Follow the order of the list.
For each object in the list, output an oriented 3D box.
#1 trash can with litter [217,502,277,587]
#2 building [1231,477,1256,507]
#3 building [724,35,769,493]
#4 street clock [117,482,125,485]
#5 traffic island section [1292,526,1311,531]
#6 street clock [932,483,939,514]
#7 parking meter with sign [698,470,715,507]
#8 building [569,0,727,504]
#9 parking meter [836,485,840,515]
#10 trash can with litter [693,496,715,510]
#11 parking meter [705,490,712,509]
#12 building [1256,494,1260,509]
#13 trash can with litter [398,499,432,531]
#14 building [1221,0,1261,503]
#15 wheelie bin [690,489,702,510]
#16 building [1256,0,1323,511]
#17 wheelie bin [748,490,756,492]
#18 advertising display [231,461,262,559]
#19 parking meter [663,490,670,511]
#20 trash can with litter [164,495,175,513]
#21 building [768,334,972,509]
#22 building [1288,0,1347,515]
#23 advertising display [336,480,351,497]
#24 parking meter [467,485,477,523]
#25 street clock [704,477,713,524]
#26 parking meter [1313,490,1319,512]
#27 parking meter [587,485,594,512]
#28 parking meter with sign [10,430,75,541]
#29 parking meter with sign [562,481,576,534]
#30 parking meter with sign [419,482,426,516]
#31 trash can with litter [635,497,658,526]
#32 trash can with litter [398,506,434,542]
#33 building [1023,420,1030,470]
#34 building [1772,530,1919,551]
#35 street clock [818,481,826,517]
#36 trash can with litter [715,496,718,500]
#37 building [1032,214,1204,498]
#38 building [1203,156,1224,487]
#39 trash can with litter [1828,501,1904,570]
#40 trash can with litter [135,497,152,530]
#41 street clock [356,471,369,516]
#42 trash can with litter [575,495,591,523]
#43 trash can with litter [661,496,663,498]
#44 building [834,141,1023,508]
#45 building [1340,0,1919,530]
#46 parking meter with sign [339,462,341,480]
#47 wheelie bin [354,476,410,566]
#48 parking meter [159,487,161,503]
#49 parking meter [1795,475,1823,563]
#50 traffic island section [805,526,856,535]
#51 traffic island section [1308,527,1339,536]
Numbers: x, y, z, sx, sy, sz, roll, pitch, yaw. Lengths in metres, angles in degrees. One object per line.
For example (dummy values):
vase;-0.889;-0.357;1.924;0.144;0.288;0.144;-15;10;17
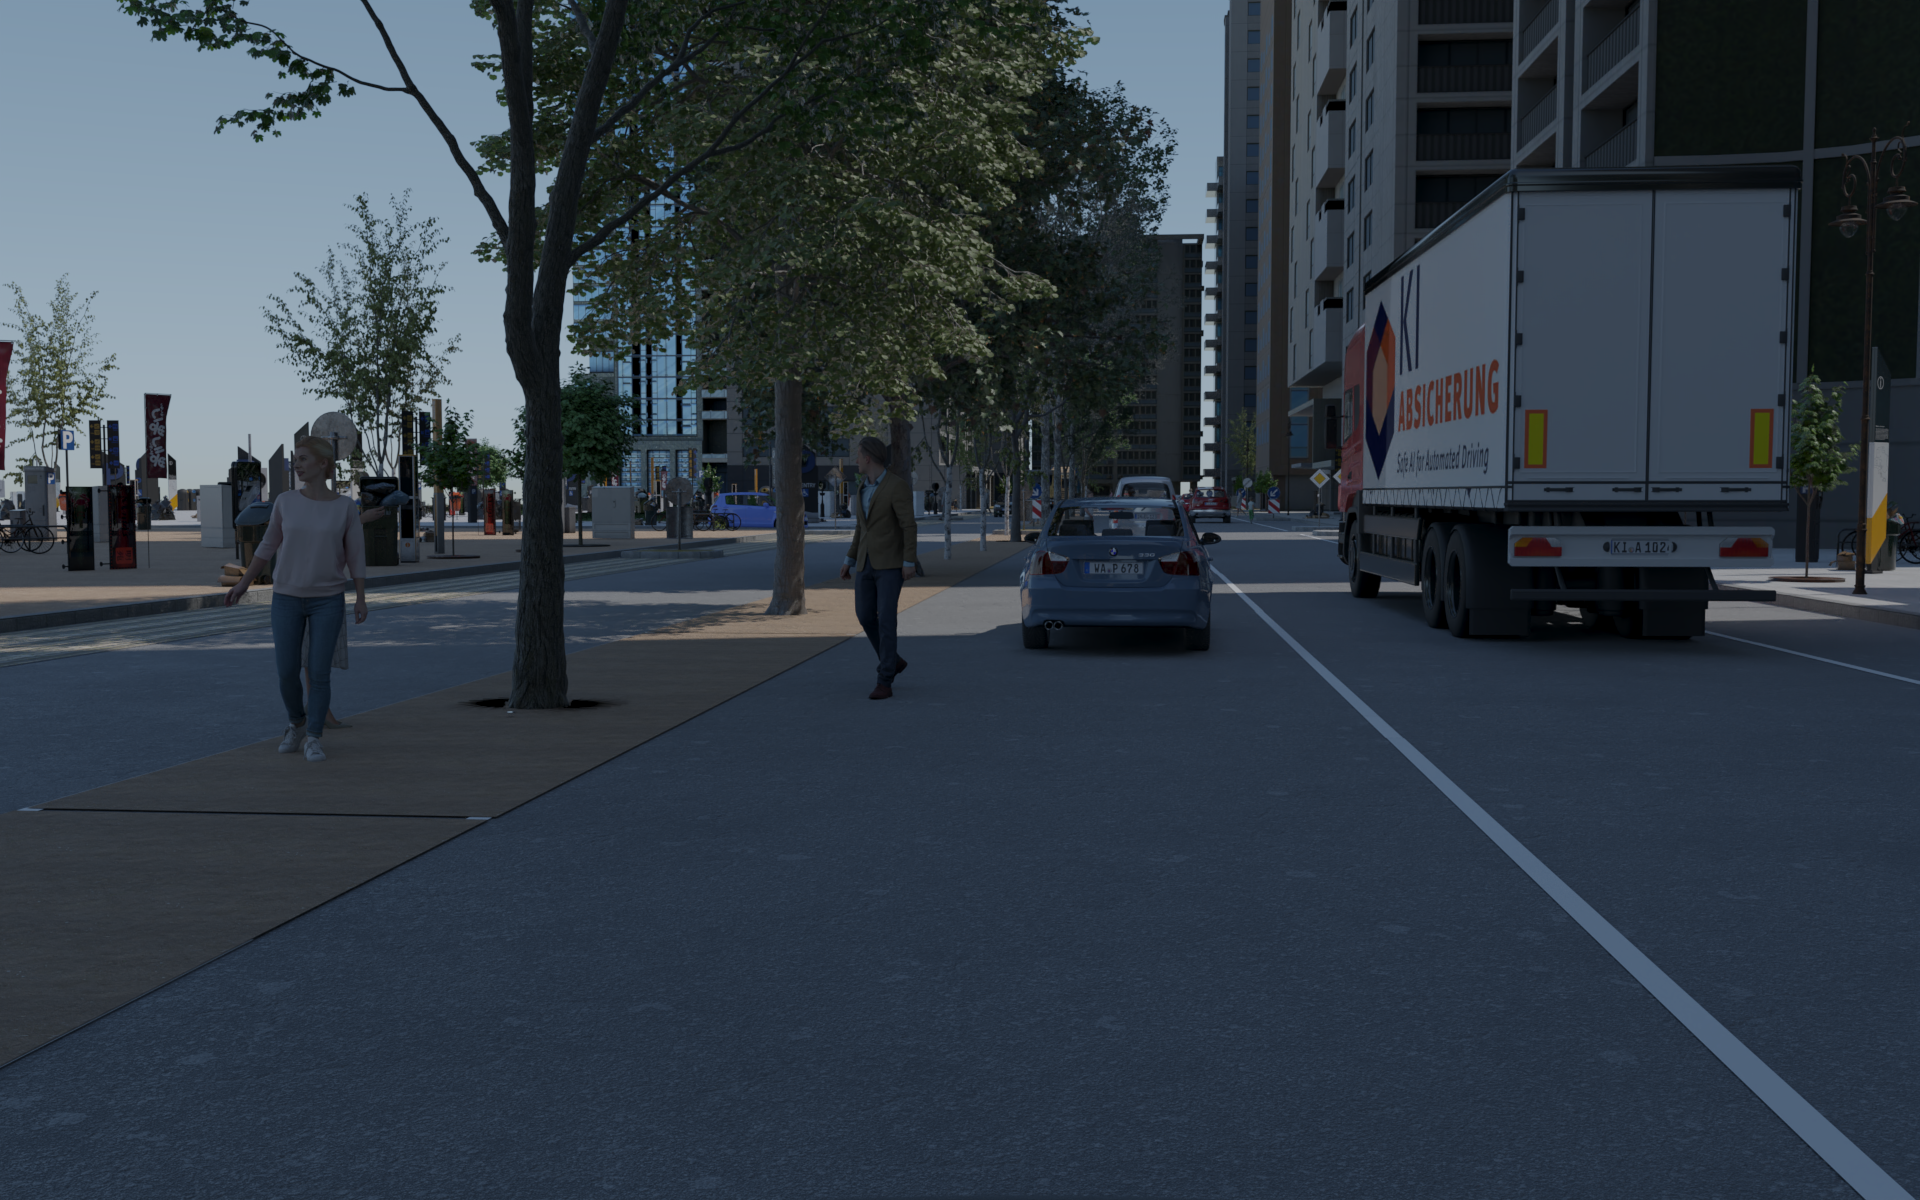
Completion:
trash can with litter;-9.940;-0.792;24.342;0.624;1.170;1.055;0;4;7
building;44.194;-29.550;175.022;32.217;40.220;23.993;0;4;6
building;-8.666;-43.821;154.721;20.563;71.187;20.611;0;4;6
street clock;-50.648;-6.116;104.570;0.471;2.002;0.358;-1;4;-21
traffic island section;14.127;-2.799;68.047;2.009;0.180;2.903;0;4;6
street clock;-1.536;-6.379;108.863;0.358;2.002;0.471;3;5;41
parking meter with sign;-18.429;-8.014;127.290;0.543;3.016;1.738;2;4;32
building;-41.418;-56.939;243.626;31.000;86.520;22.319;0;4;6
parking meter;-7.521;-6.273;108.281;0.399;1.863;0.255;-3;5;-42
trash can with litter;-14.794;-5.378;99.312;0.624;1.170;1.055;2;4;32
parking meter;-13.911;-5.347;95.840;0.372;1.533;0.369;0;3;0
building;33.975;-28.949;156.912;14.154;41.232;14.086;0;4;6
trash can with litter;-19.131;-3.021;60.452;1.678;1.210;2.233;-1;4;-9
building;41.109;-40.317;201.188;21.231;58.520;28.212;0;4;6
wheelie bin;-15.350;-5.680;100.777;0.693;1.594;0.980;-2;4;-28
building;30.589;-29.604;134.134;14.600;45.320;14.200;0;4;6
wheelie bin;-16.761;-8.041;139.376;0.980;1.594;0.693;-2;4;-32
advertising display;-14.160;-1.786;34.409;0.123;1.923;0.974;0;4;5
parking meter;-16.661;-5.498;98.301;0.372;1.533;0.369;0;3;0
trash can with litter;-52.984;-6.404;115.755;1.678;1.210;2.233;-2;4;-27
building;-7.017;-45.075;175.231;20.563;71.187;20.611;0;4;6
building;34.711;-31.518;104.559;28.713;52.752;27.495;0;4;6
advertising display;-28.918;-4.662;81.431;0.974;1.923;0.123;-3;5;-43
parking meter;-21.727;-4.372;77.185;0.255;1.863;0.399;3;5;40
street clock;-10.906;-4.310;75.034;0.358;2.002;0.471;1;4;15
parking meter;25.086;-6.947;121.997;0.372;1.533;0.369;0;3;0
parking meter;-23.147;-6.282;108.425;0.399;1.863;0.255;-2;4;-33
parking meter with sign;-25.128;-3.123;47.326;1.738;3.016;0.543;1;4;10
parking meter with sign;-13.158;-3.660;56.099;0.543;3.016;1.738;2;4;25
parking meter with sign;-31.313;-6.320;99.598;1.738;3.016;0.543;3;5;44
trash can with litter;-12.814;-3.613;70.464;1.055;1.170;0.624;1;4;10
trash can with litter;-14.422;-2.119;46.036;0.624;1.170;1.055;3;5;40
building;2.152;-35.858;236.393;14.200;45.320;14.600;0;4;6
building;24.594;-36.993;43.091;20.563;71.187;20.611;0;4;6
street clock;-7.598;-5.568;95.611;0.358;2.002;0.471;-2;4;-35
trash can with litter;-18.499;-7.327;131.178;0.624;1.170;1.055;3;4;37
building;22.005;-33.717;243.153;23.993;40.220;32.217;0;4;6
building;48.721;-37.727;236.445;30.456;49.044;23.786;0;4;6
trash can with litter;15.214;-1.082;29.084;1.055;1.170;0.624;1;4;19
trash can with litter;-29.423;-3.108;62.204;0.624;1.170;1.055;-3;4;-39
street clock;-19.072;-3.102;55.287;0.471;2.002;0.358;2;4;30
trash can with litter;-17.538;-3.995;76.381;2.233;1.210;1.678;-2;4;-35
trash can with litter;-19.542;-6.183;112.143;2.233;1.210;1.678;0;4;5
building;-3.102;-47.149;209.142;20.611;71.187;20.563;0;4;6
building;28.671;-38.992;75.772;20.611;71.187;20.563;0;4;6
parking meter with sign;-33.337;-6.077;95.613;1.738;3.016;0.543;-1;4;-14
wheelie bin;-10.325;-1.407;30.915;0.980;1.594;0.693;-1;4;-20
parking meter;-64.492;-8.170;139.288;0.255;1.863;0.399;0;4;-7
parking meter;15.959;-1.641;32.547;0.399;1.863;0.255;3;5;44
traffic island section;-4.470;-2.422;61.883;2.009;0.180;2.903;0;4;6
traffic island section;13.332;-2.313;60.102;2.009;0.180;2.903;0;4;6
